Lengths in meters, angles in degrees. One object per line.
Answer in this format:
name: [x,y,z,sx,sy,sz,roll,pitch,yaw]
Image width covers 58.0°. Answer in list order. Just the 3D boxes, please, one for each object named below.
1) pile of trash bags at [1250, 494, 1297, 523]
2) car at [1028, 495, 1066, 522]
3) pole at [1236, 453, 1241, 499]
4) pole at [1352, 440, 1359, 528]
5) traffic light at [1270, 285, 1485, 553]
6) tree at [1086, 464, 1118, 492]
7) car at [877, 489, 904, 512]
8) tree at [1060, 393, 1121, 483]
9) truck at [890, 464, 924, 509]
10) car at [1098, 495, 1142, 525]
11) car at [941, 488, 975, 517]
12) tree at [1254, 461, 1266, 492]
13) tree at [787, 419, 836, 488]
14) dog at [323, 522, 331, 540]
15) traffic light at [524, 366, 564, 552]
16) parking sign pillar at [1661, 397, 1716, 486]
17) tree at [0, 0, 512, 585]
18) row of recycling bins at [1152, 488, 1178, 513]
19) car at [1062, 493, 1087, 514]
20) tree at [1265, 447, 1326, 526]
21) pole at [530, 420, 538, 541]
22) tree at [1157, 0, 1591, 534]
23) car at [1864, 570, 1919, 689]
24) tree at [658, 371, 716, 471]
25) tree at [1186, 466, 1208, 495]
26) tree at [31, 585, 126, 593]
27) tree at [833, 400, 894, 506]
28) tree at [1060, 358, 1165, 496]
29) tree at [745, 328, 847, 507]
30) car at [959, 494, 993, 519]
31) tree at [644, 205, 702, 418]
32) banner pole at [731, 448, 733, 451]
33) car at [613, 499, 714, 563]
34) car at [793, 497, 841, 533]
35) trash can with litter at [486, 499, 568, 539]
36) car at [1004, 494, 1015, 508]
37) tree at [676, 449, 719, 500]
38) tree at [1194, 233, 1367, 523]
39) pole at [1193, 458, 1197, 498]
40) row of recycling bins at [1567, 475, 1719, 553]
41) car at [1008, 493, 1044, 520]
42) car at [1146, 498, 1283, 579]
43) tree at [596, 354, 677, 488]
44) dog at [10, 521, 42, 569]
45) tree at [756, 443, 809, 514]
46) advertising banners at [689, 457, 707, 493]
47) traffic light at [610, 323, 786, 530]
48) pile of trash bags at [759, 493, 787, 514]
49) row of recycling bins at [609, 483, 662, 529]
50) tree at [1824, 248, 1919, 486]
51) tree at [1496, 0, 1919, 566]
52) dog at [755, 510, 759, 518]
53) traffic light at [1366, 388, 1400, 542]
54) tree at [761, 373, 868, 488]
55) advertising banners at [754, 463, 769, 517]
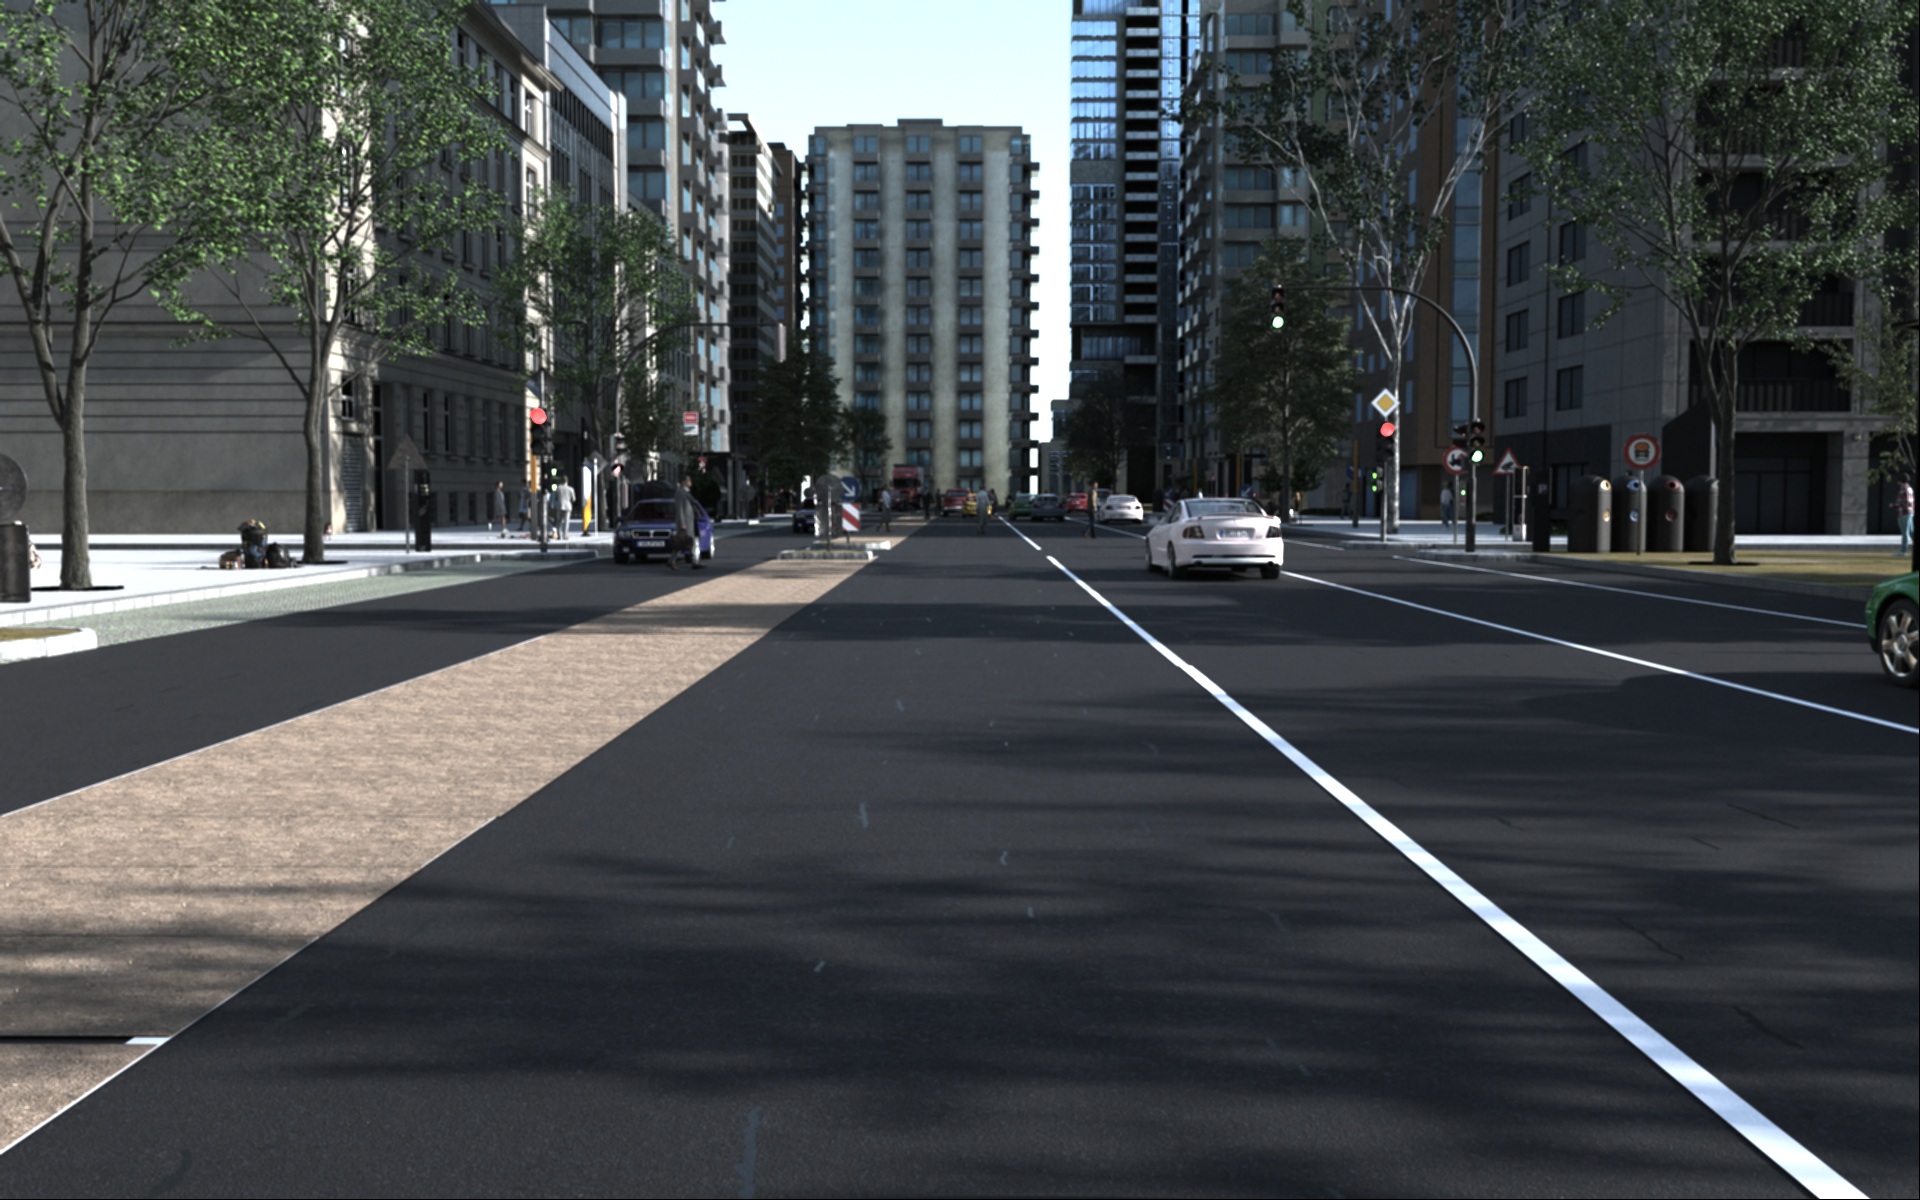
pile of trash bags: [13.813,-4.214,78.653,1.912,1.369,3.447,-1,4,-19]
car: [4.591,-4.843,91.187,2.014,1.417,4.499,0,4,2]
pole: [13.675,-5.579,85.063,0.158,3.312,0.155,0,3,0]
pole: [14.980,-4.385,65.539,0.158,3.312,0.155,0,3,0]
traffic light: [9.100,-3.866,37.872,4.771,5.953,1.251,0,4,0]
tree: [14.933,-12.049,180.718,4.285,4.588,4.351,0,3,0]
car: [-5.714,-8.271,143.902,2.281,1.827,5.304,0,4,1]
tree: [14.825,-16.913,194.650,7.486,12.596,7.792,0,3,0]
truck: [-4.961,-10.770,164.998,2.839,4.237,11.283,0,4,2]
car: [7.640,-4.285,82.420,2.083,1.381,4.827,0,4,1]
car: [-0.058,-6.102,108.436,2.281,1.827,5.304,0,4,1]
tree: [15.896,-5.708,87.931,1.663,3.219,1.824,0,3,0]
tree: [-11.804,-11.514,138.619,4.360,8.622,3.978,0,3,0]
dog: [-17.557,-1.911,48.069,0.540,0.507,0.406,2,4,24]
traffic light: [-9.168,-3.009,38.111,0.839,4.253,0.868,0,4,0]
parking sign pillar: [19.623,-3.559,46.667,1.447,3.967,1.447,3,5,42]
tree: [-11.744,-6.465,31.450,9.928,11.665,9.643,0,3,0]
row of recycling bins: [14.736,-6.833,118.832,3.534,1.692,1.069,3,4,39]
car: [8.537,-7.176,126.373,2.155,1.783,4.494,0,4,-1]
tree: [13.654,-4.599,69.787,1.663,3.219,1.824,0,3,0]
pole: [-11.750,-3.295,47.723,0.158,3.312,0.155,0,3,0]
tree: [12.437,-12.198,55.334,12.611,20.169,13.585,0,3,0]
car: [7.848,-0.160,11.418,1.959,1.807,4.718,0,4,-1]
tree: [-16.271,-9.354,103.302,4.360,8.622,3.978,0,3,0]
tree: [14.418,-6.868,106.895,1.663,3.219,1.824,0,3,0]
tree: [-11.837,-5.921,22.572,9.928,11.665,9.643,0,3,0]
tree: [-10.768,-16.313,192.472,9.928,11.665,9.643,0,3,0]
tree: [13.904,-15.025,156.026,12.009,13.543,11.850,0,3,0]
tree: [-11.287,-12.263,118.635,7.486,12.596,7.792,0,3,0]
car: [0.973,-5.646,102.538,2.015,1.641,3.980,0,4,0]
tree: [-12.256,-8.098,58.165,9.928,11.665,9.643,0,3,0]
banner pole: [-12.290,-6.418,94.958,0.863,3.779,0.401,2,4,32]
car: [-6.300,-1.493,36.997,1.945,1.354,3.894,0,4,-1]
car: [-5.264,-3.219,65.206,1.945,1.354,3.894,0,4,2]
trash can with litter: [-12.551,-2.389,50.126,2.233,1.210,1.678,0,4,-5]
car: [5.643,-10.475,181.050,2.009,1.686,4.222,0,4,-1]
tree: [-11.391,-4.863,74.114,1.663,3.219,1.824,0,3,0]
tree: [14.180,-9.669,76.213,7.486,12.596,7.792,0,3,0]
pole: [13.248,-6.344,97.563,0.158,3.312,0.155,0,3,0]
row of recycling bins: [15.104,-1.901,38.198,3.534,1.692,1.069,-1,4,-9]
car: [3.675,-5.347,96.212,1.959,1.807,4.718,0,4,-2]
car: [4.425,-1.113,30.560,2.083,1.381,4.827,0,4,-2]
tree: [-17.108,-8.789,94.060,4.737,8.622,4.395,0,3,0]
dog: [-16.011,-0.933,29.630,0.513,0.831,0.800,-2,4,-28]
tree: [-11.263,-7.767,110.696,4.285,4.588,4.351,0,3,0]
advertising banners: [-12.726,-5.188,81.012,2.074,3.025,0.090,-3,4,-36]
traffic light: [-7.026,-4.370,46.118,4.771,5.953,1.251,0,4,0]
pile of trash bags: [-12.514,-6.476,115.638,1.912,1.369,3.447,0,4,-2]
row of recycling bins: [-12.355,-3.593,65.853,1.069,1.692,3.534,1,4,15]
tree: [27.539,-6.090,49.929,4.737,8.622,4.395,0,3,0]
tree: [13.665,-6.439,31.036,9.928,11.665,9.643,0,3,0]
dog: [-11.051,-4.610,93.107,0.550,0.427,0.748,3,5,43]
traffic light: [11.243,-3.490,45.985,0.839,4.253,0.868,0,4,0]
tree: [-10.926,-11.911,129.154,8.767,10.594,7.601,0,4,5]
advertising banners: [-11.054,-6.140,96.576,0.090,3.025,2.074,1,4,17]
